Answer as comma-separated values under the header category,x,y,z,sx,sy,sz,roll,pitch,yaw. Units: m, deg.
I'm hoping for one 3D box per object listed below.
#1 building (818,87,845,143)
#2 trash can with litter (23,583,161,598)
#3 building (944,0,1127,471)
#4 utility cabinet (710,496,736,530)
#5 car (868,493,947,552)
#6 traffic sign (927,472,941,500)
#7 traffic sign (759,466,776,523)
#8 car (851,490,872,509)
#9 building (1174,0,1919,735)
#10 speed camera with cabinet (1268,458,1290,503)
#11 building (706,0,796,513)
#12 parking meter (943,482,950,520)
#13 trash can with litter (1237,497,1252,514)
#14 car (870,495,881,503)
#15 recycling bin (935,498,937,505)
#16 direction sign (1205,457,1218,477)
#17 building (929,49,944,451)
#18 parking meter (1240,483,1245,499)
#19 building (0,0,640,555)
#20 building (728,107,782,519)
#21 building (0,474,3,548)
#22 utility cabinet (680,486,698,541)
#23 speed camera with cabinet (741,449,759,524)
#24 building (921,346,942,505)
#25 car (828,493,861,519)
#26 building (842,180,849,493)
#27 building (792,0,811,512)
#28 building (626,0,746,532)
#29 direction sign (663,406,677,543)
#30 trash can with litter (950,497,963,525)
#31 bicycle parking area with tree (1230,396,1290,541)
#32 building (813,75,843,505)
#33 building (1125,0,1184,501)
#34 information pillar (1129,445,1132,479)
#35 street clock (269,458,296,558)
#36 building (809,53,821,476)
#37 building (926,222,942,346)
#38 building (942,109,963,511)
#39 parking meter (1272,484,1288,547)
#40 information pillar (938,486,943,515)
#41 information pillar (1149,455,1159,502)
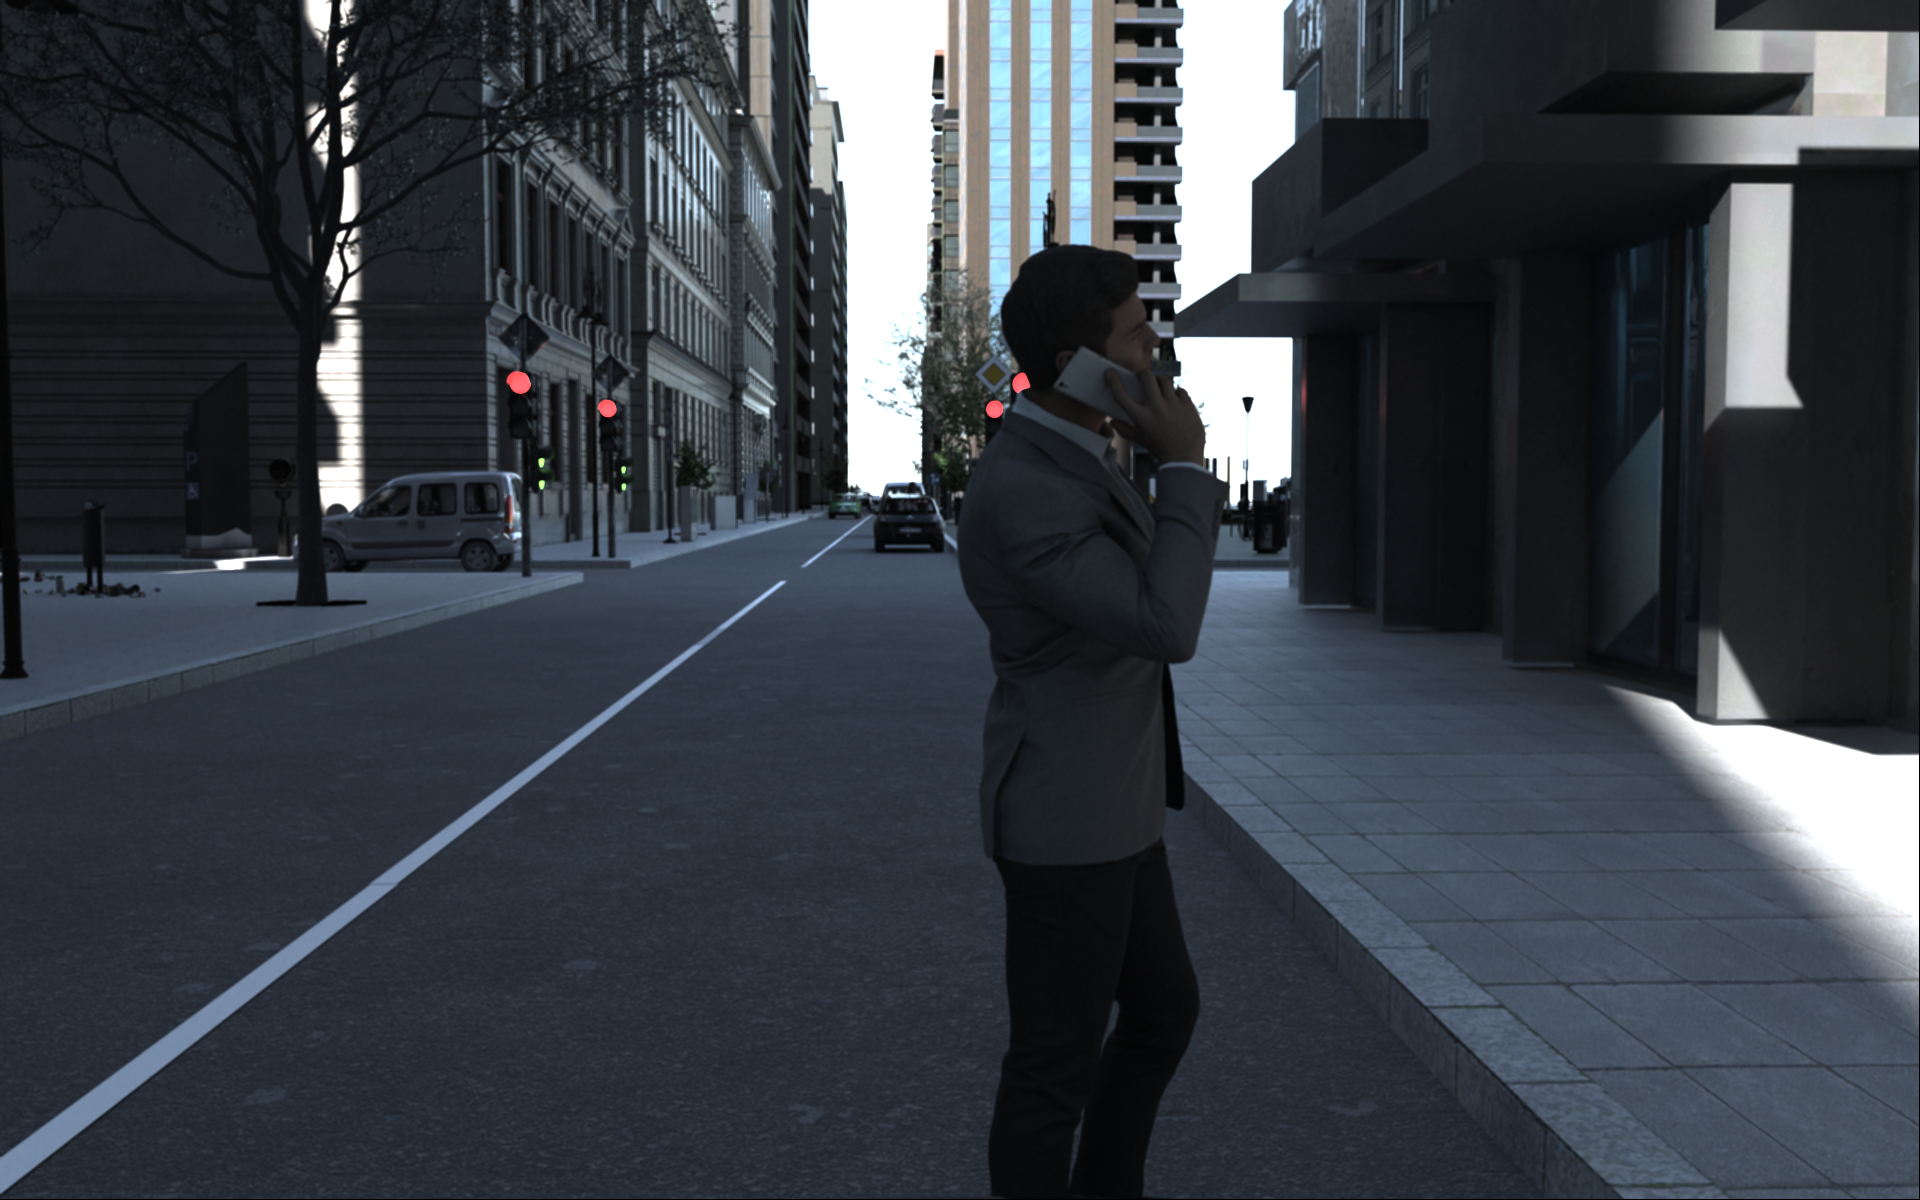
category,x,y,z,sx,sy,sz,roll,pitch,yaw
building,-29.780,-39.094,228.424,28.713,52.752,27.495,0,4,-2
trash can with litter,-11.075,-0.677,22.121,1.678,1.210,2.233,-3,5,-40
building,5.719,-30.436,147.746,14.600,45.320,14.200,0,4,-2
utility cabinet,-8.465,-3.100,61.850,0.306,1.237,1.020,3,5,40
car,-1.316,-2.088,43.924,2.009,1.686,4.222,0,4,-3
traffic sign,-1.503,-6.135,100.412,0.768,2.556,0.104,0,3,0
traffic sign,-8.618,-4.731,77.451,0.768,2.556,0.104,0,4,-1
car,-9.528,-9.549,164.796,2.281,1.827,5.304,0,4,-2
building,14.562,-23.892,10.251,23.786,49.044,30.456,0,4,-2
speed camera with cabinet,17.323,-6.163,95.097,2.038,3.252,0.660,-1,4,-14
building,-18.591,-26.457,116.167,14.154,41.232,14.086,0,4,-2
parking meter,-0.670,-4.858,85.137,0.255,1.863,0.399,2,4,27
trash can with litter,13.623,-4.464,84.381,1.055,1.170,0.624,-1,4,-21
car,-11.999,-14.232,245.052,2.083,1.381,4.827,0,4,-1
recycling bin,-1.834,-5.914,109.255,0.722,1.027,0.722,0,4,-2
direction sign,15.492,-7.035,107.016,0.876,3.537,0.379,-1,4,-18
building,8.171,-31.552,170.502,22.147,44.769,28.867,0,4,-2
parking meter,15.178,-5.338,92.995,0.255,1.863,0.399,2,4,25
building,-15.397,-12.828,45.889,11.583,22.565,21.152,0,4,-2
building,-16.072,-16.361,96.380,11.050,23.489,19.941,0,4,-2
building,-30.632,-12.870,40.098,15.834,23.373,12.332,0,4,-2
utility cabinet,-7.376,-2.356,47.200,0.318,1.500,1.173,0,4,-1
speed camera with cabinet,-9.225,-4.987,75.873,0.660,3.252,2.038,-1,4,-12
building,9.135,-22.788,217.630,27.650,21.520,28.899,0,4,-2
car,-6.713,-5.647,101.117,1.959,1.807,4.718,0,4,-1
building,-27.333,-38.499,253.155,21.300,48.544,21.600,0,4,-2
building,-22.818,-31.203,133.873,21.300,48.544,21.600,0,4,-2
building,-18.148,-14.561,71.355,16.112,22.955,30.059,0,4,-2
direction sign,-7.585,-3.255,45.210,0.379,3.537,0.876,0,4,0
trash can with litter,0.153,-3.668,71.351,1.055,1.170,0.624,-3,5,-42
bicycle parking area with tree,10.856,-3.841,49.811,8.231,4.147,9.016,3,5,40
building,-25.284,-35.504,204.193,21.300,48.544,21.600,0,4,-2
building,7.063,-28.649,118.523,14.600,45.320,14.200,0,4,-2
information pillar,8.188,-5.611,83.098,0.183,3.616,0.504,1,4,9
street clock,-13.685,-1.863,35.026,0.471,2.002,0.358,0,4,1
building,-25.091,-33.038,159.774,23.786,49.044,30.456,0,4,-2
building,1.845,-35.389,262.201,14.154,41.232,14.086,0,4,-2
building,5.586,-22.135,133.610,14.160,30.474,14.107,0,4,-2
parking meter,7.764,-2.057,42.036,0.372,1.533,0.369,0,3,0
information pillar,-1.182,-6.375,108.722,0.304,2.012,0.304,-1,4,-12
information pillar,10.259,-6.123,91.473,0.504,3.616,0.183,-1,4,-12
